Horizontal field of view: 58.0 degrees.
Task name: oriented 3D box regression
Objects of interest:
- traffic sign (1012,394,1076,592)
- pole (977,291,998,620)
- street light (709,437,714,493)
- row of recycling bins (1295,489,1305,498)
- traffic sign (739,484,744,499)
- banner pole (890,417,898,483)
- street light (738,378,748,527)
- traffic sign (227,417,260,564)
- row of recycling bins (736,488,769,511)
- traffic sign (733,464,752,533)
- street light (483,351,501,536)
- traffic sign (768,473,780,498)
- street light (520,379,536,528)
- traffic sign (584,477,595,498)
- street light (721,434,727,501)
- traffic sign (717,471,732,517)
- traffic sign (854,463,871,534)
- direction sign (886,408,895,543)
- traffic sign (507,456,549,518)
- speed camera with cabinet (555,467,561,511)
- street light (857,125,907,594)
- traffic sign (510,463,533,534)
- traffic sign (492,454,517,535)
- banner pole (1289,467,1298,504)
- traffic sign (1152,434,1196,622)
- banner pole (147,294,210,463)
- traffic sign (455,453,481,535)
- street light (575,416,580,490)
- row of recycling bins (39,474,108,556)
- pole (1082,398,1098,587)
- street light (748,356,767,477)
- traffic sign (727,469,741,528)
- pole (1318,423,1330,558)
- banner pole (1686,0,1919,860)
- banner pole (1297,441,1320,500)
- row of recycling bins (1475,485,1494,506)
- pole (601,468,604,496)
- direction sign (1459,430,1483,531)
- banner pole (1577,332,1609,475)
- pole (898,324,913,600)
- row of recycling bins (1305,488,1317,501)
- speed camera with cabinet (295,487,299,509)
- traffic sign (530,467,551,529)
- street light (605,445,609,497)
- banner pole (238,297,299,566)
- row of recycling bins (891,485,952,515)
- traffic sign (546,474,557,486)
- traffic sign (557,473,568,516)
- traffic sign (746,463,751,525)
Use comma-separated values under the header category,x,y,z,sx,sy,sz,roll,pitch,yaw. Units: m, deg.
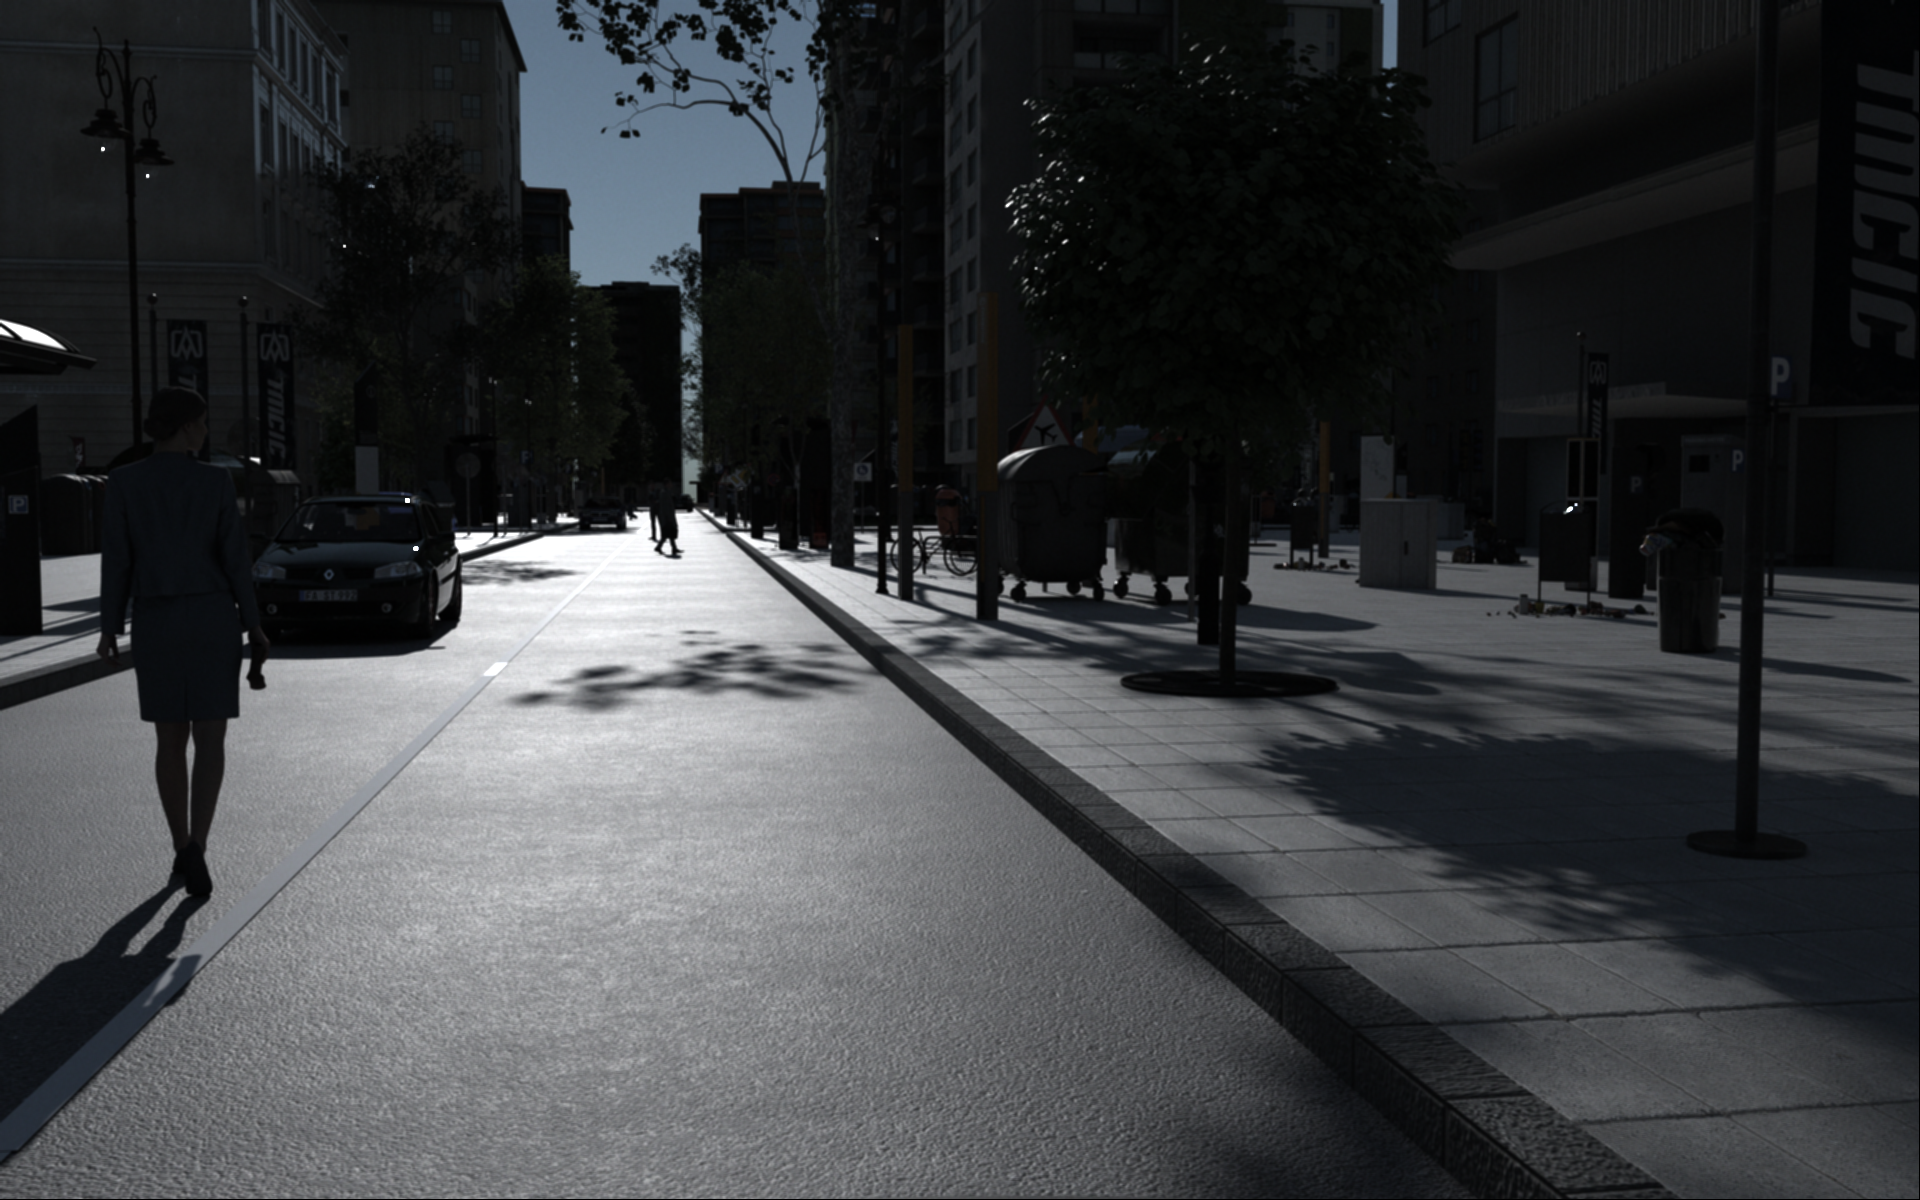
category,x,y,z,sx,sy,sz,roll,pitch,yaw
traffic sign,1.110,-1.382,22.597,0.884,2.594,0.081,0,4,-6
pole,0.279,-1.453,17.599,0.158,3.312,0.155,0,3,0
street light,-19.857,-10.131,138.421,0.468,5.910,1.993,-1,4,-9
row of recycling bins,25.304,-7.795,134.565,3.534,1.692,1.069,1,4,12
traffic sign,-13.288,-6.356,106.054,0.606,2.300,0.079,0,4,-2
banner pole,-1.725,-3.616,49.143,0.863,3.779,0.401,3,4,37
street light,-8.451,-5.823,67.994,0.468,5.910,1.993,-1,4,-9
traffic sign,-11.749,-1.752,28.749,0.768,2.556,0.104,-1,4,-8
row of recycling bins,-14.645,-7.069,122.697,1.069,1.692,3.534,-3,4,-39
traffic sign,-7.115,-3.287,57.388,0.795,2.450,0.064,-1,4,-9
street light,-14.143,-4.881,52.591,0.468,5.910,1.993,-1,4,-9
traffic sign,-11.540,-6.556,107.301,0.768,2.556,0.104,0,4,-6
street light,-16.048,-5.609,64.496,0.468,5.910,1.993,-1,4,-9
traffic sign,-27.301,-7.802,127.669,0.768,2.556,0.104,0,4,-2
street light,-14.145,-8.002,103.617,0.468,5.910,1.993,-1,4,-9
traffic sign,-12.899,-5.821,95.182,0.884,2.594,0.081,0,4,-6
traffic sign,-3.163,-3.303,56.135,0.606,2.300,0.079,-1,4,-9
direction sign,-1.876,-3.297,45.911,0.379,3.537,0.876,0,4,1
traffic sign,-23.027,-6.023,92.346,2.265,3.308,0.079,0,4,-3
speed camera with cabinet,-29.638,-8.124,127.166,0.660,3.252,2.038,-1,4,-11
street light,-1.008,-3.025,22.243,0.468,5.910,1.993,-1,4,-9
traffic sign,-14.269,-3.218,56.250,0.795,2.450,0.064,-1,4,-9
traffic sign,-14.391,-3.341,54.727,0.768,2.556,0.104,0,4,-6
banner pole,20.354,-7.066,105.545,0.863,3.779,0.401,0,4,6
traffic sign,2.319,-1.058,17.305,0.884,2.594,0.081,0,4,-3
banner pole,-9.890,-1.947,21.851,0.863,3.779,0.401,-1,4,-14
traffic sign,-15.320,-3.293,53.955,0.768,2.556,0.104,0,4,-4
street light,-21.855,-7.737,99.285,0.468,5.910,1.993,-1,4,-9
row of recycling bins,-19.151,-1.870,37.685,1.069,1.692,3.534,-1,4,-11
pole,1.788,-1.833,23.810,0.158,3.312,0.155,0,3,0
street light,-6.617,-5.155,57.064,0.468,5.910,1.993,-1,4,-9
traffic sign,-8.397,-3.769,65.270,0.795,2.450,0.064,-1,4,-9
pole,7.314,-2.502,34.752,0.158,3.312,0.155,0,3,0
banner pole,3.052,-0.981,6.054,0.863,3.779,0.401,2,4,26
banner pole,16.509,-5.607,81.689,0.863,3.779,0.401,-2,4,-33
row of recycling bins,23.970,-4.315,77.657,1.069,1.692,3.534,0,4,-2
pole,-27.407,-8.506,132.909,0.158,3.312,0.155,0,3,0
direction sign,17.953,-4.216,60.935,0.876,3.537,0.379,-1,4,-12
banner pole,9.803,-2.261,26.979,0.863,3.779,0.401,-2,4,-29
pole,-0.660,-1.659,20.973,0.158,3.312,0.155,0,3,0
row of recycling bins,25.443,-6.758,117.601,3.534,1.692,1.069,2,4,35
speed camera with cabinet,-13.709,-2.361,32.942,2.038,3.252,0.660,-1,4,-8
traffic sign,-15.551,-3.700,64.132,0.795,2.450,0.064,-1,4,-9
street light,-27.403,-9.867,134.117,0.468,5.910,1.993,-1,4,-9
banner pole,-8.948,-1.974,22.297,0.863,3.779,0.401,-3,5,-41
row of recycling bins,-1.885,-4.485,80.440,3.534,1.692,1.069,-3,4,-36
traffic sign,-21.202,-5.361,89.783,0.606,2.300,0.079,0,4,-5
traffic sign,-23.657,-6.288,102.920,0.768,2.556,0.104,0,4,-3
traffic sign,-8.590,-4.349,71.217,0.768,2.556,0.104,0,4,-3
